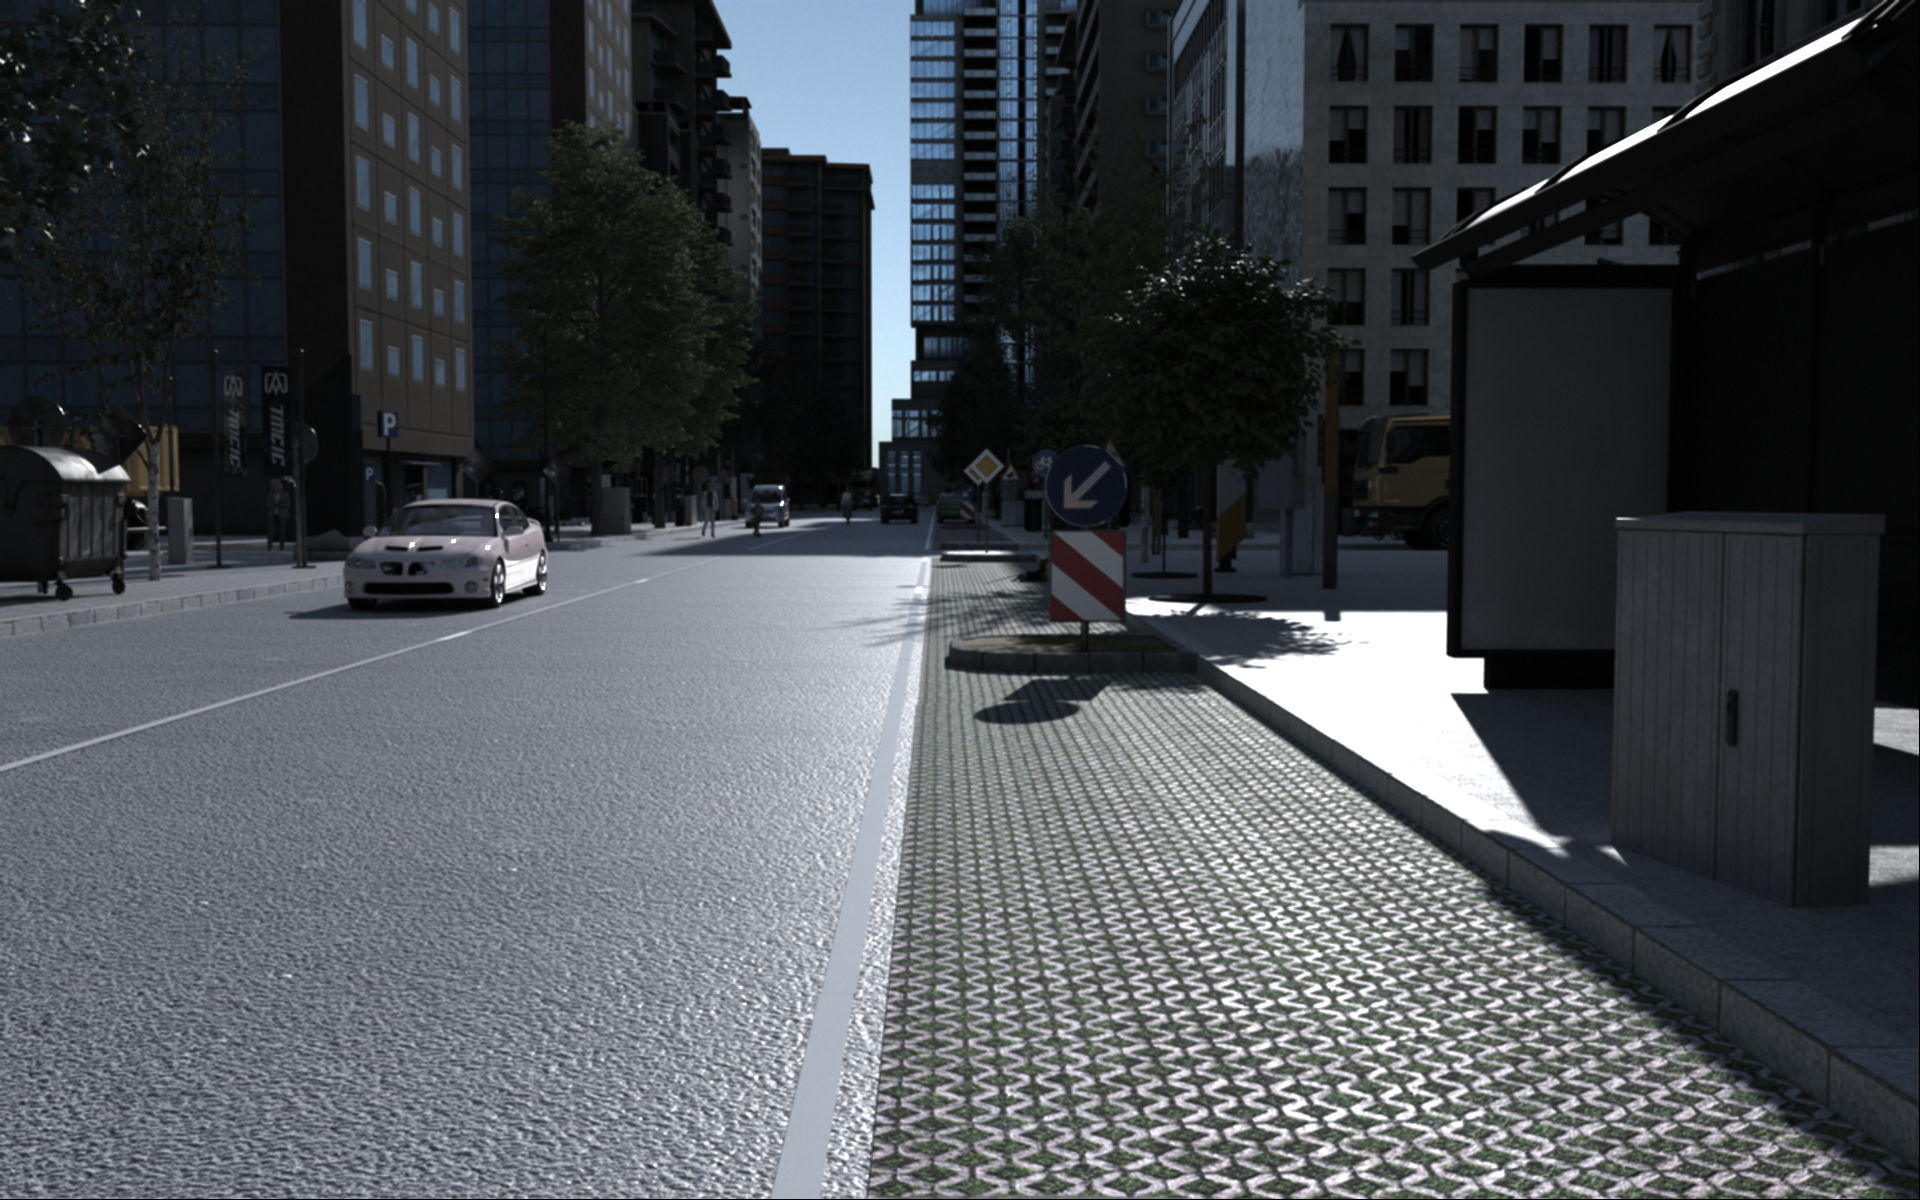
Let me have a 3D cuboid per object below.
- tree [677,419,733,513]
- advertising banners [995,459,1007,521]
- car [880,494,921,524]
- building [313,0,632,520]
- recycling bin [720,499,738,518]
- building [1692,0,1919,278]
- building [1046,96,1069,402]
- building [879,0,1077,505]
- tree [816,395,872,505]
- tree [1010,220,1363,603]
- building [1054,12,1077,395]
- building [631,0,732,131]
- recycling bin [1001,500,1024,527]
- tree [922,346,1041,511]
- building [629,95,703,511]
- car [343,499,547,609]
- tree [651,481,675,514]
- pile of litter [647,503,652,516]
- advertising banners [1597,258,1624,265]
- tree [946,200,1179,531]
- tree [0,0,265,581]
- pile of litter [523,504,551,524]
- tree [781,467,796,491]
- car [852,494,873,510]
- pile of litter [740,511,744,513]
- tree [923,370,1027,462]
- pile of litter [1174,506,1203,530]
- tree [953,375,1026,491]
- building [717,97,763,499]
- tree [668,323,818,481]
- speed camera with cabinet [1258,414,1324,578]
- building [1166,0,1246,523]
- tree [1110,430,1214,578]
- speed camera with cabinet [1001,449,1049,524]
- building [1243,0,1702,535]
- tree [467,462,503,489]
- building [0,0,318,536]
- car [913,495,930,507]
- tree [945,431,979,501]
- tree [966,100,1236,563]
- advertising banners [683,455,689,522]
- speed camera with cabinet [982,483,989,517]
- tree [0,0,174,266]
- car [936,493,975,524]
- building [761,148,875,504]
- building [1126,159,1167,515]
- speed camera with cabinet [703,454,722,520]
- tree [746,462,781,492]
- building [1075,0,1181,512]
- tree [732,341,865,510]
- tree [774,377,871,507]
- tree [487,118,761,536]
[{"bbox_3d":[-17.137,-10.088,115.294,4.737,8.622,4.395,0,3,0],"label":"tree"},{"bbox_3d":[2.020,-5.406,84.575,0.090,3.025,2.074,1,4,16],"label":"advertising banners"},{"bbox_3d":[-2.971,-4.634,85.555,2.009,1.686,4.222,0,4,1],"label":"car"},{"bbox_3d":[-26.953,-27.476,99.342,14.600,45.320,14.200,0,4,-1],"label":"building"},{"bbox_3d":[-12.209,-4.828,91.497,0.722,1.027,0.722,-3,4,-37],"label":"recycling bin"},{"bbox_3d":[17.082,-11.632,19.055,11.050,23.489,19.941,0,4,-1],"label":"building"},{"bbox_3d":[16.004,-30.464,181.687,14.154,41.232,14.086,0,4,-1],"label":"building"},{"bbox_3d":[5.411,-55.595,221.655,31.000,86.520,22.319,0,4,-1],"label":"building"},{"bbox_3d":[-13.870,-17.090,197.542,7.486,12.596,7.792,0,3,0],"label":"tree"},{"bbox_3d":[3.095,-2.276,20.919,4.285,4.588,4.351,0,3,0],"label":"tree"},{"bbox_3d":[20.045,-30.801,158.214,22.147,44.769,28.867,0,4,-1],"label":"building"},{"bbox_3d":[-31.553,-30.275,149.625,22.147,44.769,28.867,0,4,-1],"label":"building"},{"bbox_3d":[2.106,-3.381,67.834,0.722,1.027,0.722,3,5,44],"label":"recycling bin"},{"bbox_3d":[1.640,-13.124,131.582,9.611,12.733,9.660,0,3,0],"label":"tree"},{"bbox_3d":[-27.092,-21.780,127.809,14.160,30.474,14.107,0,4,-1],"label":"building"},{"bbox_3d":[-6.782,-0.664,23.223,2.083,1.381,4.827,0,4,-2],"label":"car"},{"bbox_3d":[-18.874,-7.061,110.046,1.663,3.219,1.824,0,3,0],"label":"tree"},{"bbox_3d":[-18.080,-5.344,101.335,1.176,0.858,1.719,0,4,-6],"label":"pile of litter"},{"bbox_3d":[4.383,-0.999,12.515,0.090,3.025,2.074,3,5,41],"label":"advertising banners"},{"bbox_3d":[3.454,-8.219,60.129,9.928,11.665,9.643,0,3,0],"label":"tree"},{"bbox_3d":[-12.143,-4.605,25.653,4.360,8.622,3.978,0,3,0],"label":"tree"},{"bbox_3d":[-18.382,-3.692,74.321,1.719,0.858,1.176,0,4,4],"label":"pile of litter"},{"bbox_3d":[-12.733,-7.886,123.541,1.663,3.219,1.824,0,3,0],"label":"tree"},{"bbox_3d":[-8.645,-8.748,152.821,2.009,1.686,4.222,0,4,-1],"label":"car"},{"bbox_3d":[-15.139,-6.475,119.824,1.176,0.858,1.719,1,4,22],"label":"pile of litter"},{"bbox_3d":[1.821,-14.936,154.577,12.009,13.543,11.850,0,3,0],"label":"tree"},{"bbox_3d":[8.393,-2.973,62.578,1.176,0.858,1.719,-1,4,-13],"label":"pile of litter"},{"bbox_3d":[2.149,-9.658,108.274,4.360,8.622,3.978,0,3,0],"label":"tree"},{"bbox_3d":[-27.961,-30.399,180.625,14.086,41.232,14.154,0,4,-1],"label":"building"},{"bbox_3d":[-12.244,-9.782,94.344,8.767,10.594,7.601,-2,4,-33],"label":"tree"},{"bbox_3d":[5.282,-2.013,27.241,0.660,3.252,2.038,2,4,29],"label":"speed camera with cabinet"},{"bbox_3d":[16.402,-15.797,76.297,12.078,24.808,19.932,0,4,-1],"label":"building"},{"bbox_3d":[3.060,-1.971,26.823,1.663,3.219,1.824,0,3,0],"label":"tree"},{"bbox_3d":[2.835,-4.979,75.742,2.038,3.252,0.660,1,4,10],"label":"speed camera with cabinet"},{"bbox_3d":[18.934,-12.484,58.860,16.860,20.320,10.420,0,4,-1],"label":"building"},{"bbox_3d":[-24.027,-5.734,88.345,1.663,3.219,1.824,0,3,0],"label":"tree"},{"bbox_3d":[-25.638,-24.996,58.792,14.600,45.320,14.200,0,4,-1],"label":"building"},{"bbox_3d":[-4.380,-10.894,190.474,2.083,1.381,4.827,0,4,-1],"label":"car"},{"bbox_3d":[1.543,-16.472,187.439,7.486,12.596,7.792,0,3,0],"label":"tree"},{"bbox_3d":[3.297,-4.997,32.063,4.737,8.622,4.395,0,3,0],"label":"tree"},{"bbox_3d":[-12.575,-5.055,78.830,0.090,3.025,2.074,-1,4,-21],"label":"advertising banners"},{"bbox_3d":[1.628,-6.347,98.105,0.660,3.252,2.038,0,4,7],"label":"speed camera with cabinet"},{"bbox_3d":[-11.438,-5.831,12.343,9.611,12.733,9.660,0,3,0],"label":"tree"},{"bbox_3d":[-0.202,-4.662,85.016,1.959,1.807,4.718,0,4,-2],"label":"car"},{"bbox_3d":[-25.569,-34.702,222.005,28.867,44.769,22.147,0,4,-1],"label":"building"},{"bbox_3d":[17.374,-17.401,103.592,14.460,24.649,34.723,0,4,-1],"label":"building"},{"bbox_3d":[-12.407,-5.650,86.707,0.660,3.252,2.038,-1,4,-20],"label":"speed camera with cabinet"},{"bbox_3d":[-12.096,-6.662,103.520,1.663,3.219,1.824,0,3,0],"label":"tree"},{"bbox_3d":[20.326,-31.119,132.497,21.300,48.544,21.600,0,4,-1],"label":"building"},{"bbox_3d":[-12.634,-13.920,137.961,12.009,13.543,11.850,0,3,0],"label":"tree"},{"bbox_3d":[-13.454,-15.423,169.174,9.611,12.733,9.660,0,3,0],"label":"tree"},{"bbox_3d":[-10.812,-8.248,52.987,7.486,12.596,7.792,0,3,0],"label":"tree"}]
